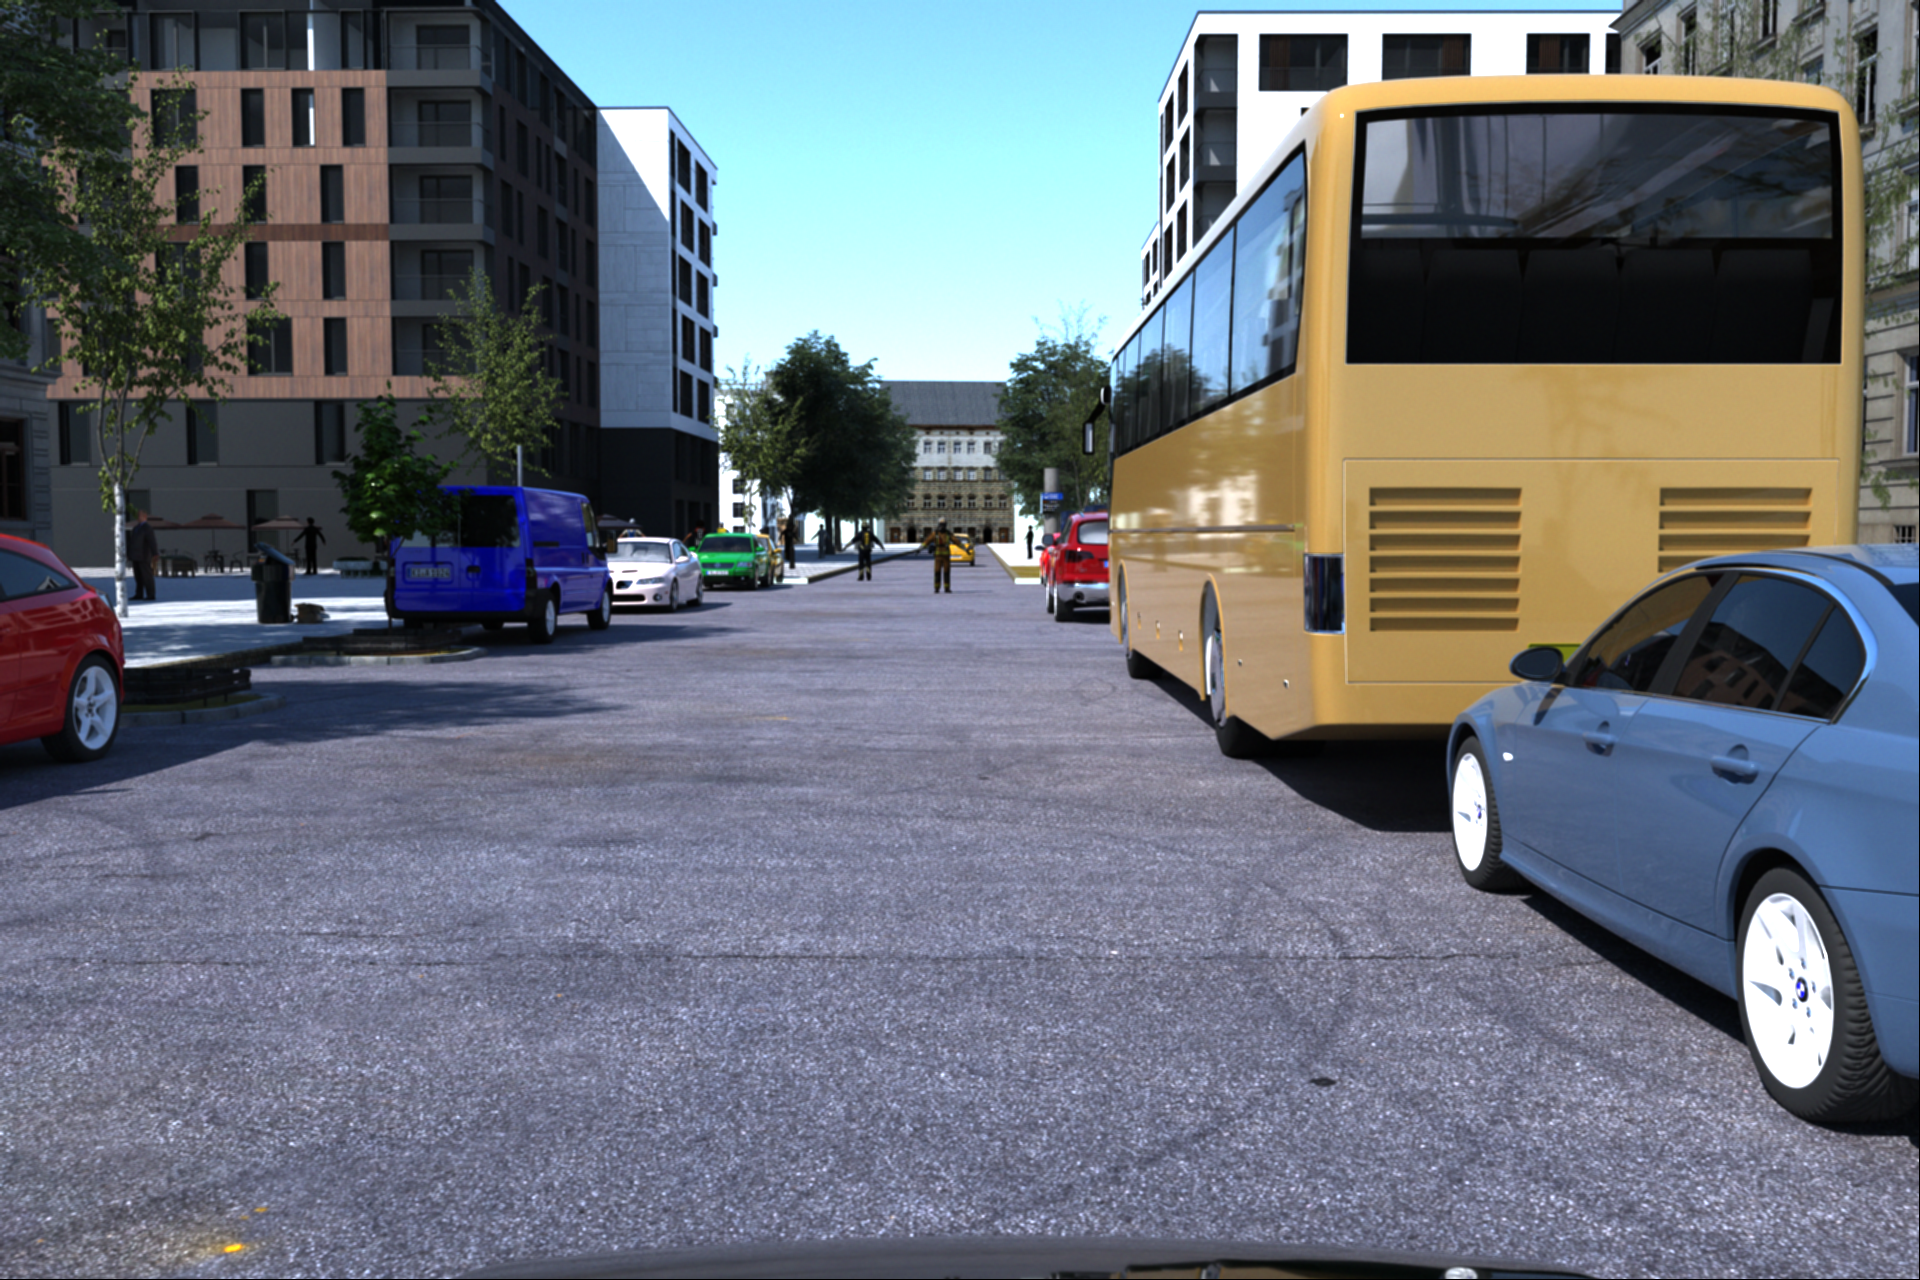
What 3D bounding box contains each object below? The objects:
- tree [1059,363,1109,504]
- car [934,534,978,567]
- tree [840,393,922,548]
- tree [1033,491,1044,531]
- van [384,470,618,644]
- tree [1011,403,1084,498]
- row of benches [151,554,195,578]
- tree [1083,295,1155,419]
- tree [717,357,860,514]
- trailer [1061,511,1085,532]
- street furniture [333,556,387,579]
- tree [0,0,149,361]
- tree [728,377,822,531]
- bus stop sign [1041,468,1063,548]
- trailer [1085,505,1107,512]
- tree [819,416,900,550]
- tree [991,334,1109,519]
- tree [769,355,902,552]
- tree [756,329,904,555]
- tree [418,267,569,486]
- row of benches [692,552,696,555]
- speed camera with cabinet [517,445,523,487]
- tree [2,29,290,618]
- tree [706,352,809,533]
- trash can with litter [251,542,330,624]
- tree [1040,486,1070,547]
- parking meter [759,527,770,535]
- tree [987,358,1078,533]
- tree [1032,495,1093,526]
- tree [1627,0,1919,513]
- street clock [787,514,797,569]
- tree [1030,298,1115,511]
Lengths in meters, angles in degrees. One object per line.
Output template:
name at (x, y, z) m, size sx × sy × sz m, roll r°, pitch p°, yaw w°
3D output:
tree at (6.360, -7.663, 75.657) m, size 4.737 × 8.622 × 4.395 m, roll 0°, pitch 3°, yaw 0°
car at (-0.177, -4.134, 77.812) m, size 2.015 × 1.641 × 3.980 m, roll 0°, pitch 4°, yaw 1°
tree at (-8.172, -15.289, 156.625) m, size 9.857 × 13.997 × 8.962 m, roll 0°, pitch 3°, yaw 0°
tree at (7.320, -11.592, 139.898) m, size 4.737 × 8.622 × 4.395 m, roll 0°, pitch 3°, yaw 0°
van at (-6.245, -1.215, 24.250) m, size 2.240 × 2.365 × 5.245 m, roll 0°, pitch 4°, yaw 0°
tree at (7.067, -12.583, 131.488) m, size 9.928 × 11.665 × 9.643 m, roll 0°, pitch 3°, yaw 0°
row of benches at (-23.977, -2.265, 52.503) m, size 1.422 × 0.672 × 4.104 m, roll -2°, pitch 4°, yaw -35°
tree at (8.627, -7.817, 62.223) m, size 8.767 × 10.594 × 7.601 m, roll 0°, pitch 4°, yaw 3°
tree at (-9.156, -9.656, 92.286) m, size 8.767 × 10.594 × 7.601 m, roll 1°, pitch 4°, yaw 10°
trailer at (3.072, -2.258, 43.960) m, size 1.471 × 1.999 × 3.904 m, roll 0°, pitch 4°, yaw 1°
street furniture at (-13.739, -2.230, 52.091) m, size 10.072 × 0.657 × 5.734 m, roll 0°, pitch 4°, yaw -2°
tree at (-12.333, -6.069, 17.363) m, size 7.486 × 12.596 × 7.792 m, roll 0°, pitch 3°, yaw 0°
tree at (-9.321, -8.023, 81.537) m, size 4.360 × 8.622 × 3.978 m, roll 0°, pitch 3°, yaw 0°
bus stop sign at (3.674, -4.909, 69.273) m, size 0.837 × 3.901 × 0.837 m, roll 0°, pitch 4°, yaw -1°
trailer at (3.082, -1.744, 35.562) m, size 1.471 × 1.999 × 3.904 m, roll 0°, pitch 4°, yaw 0°
tree at (-8.450, -13.477, 138.482) m, size 7.486 × 12.596 × 7.792 m, roll 0°, pitch 3°, yaw 0°
tree at (6.548, -12.385, 109.149) m, size 9.857 × 13.997 × 8.962 m, roll 0°, pitch 3°, yaw 0°
tree at (-8.496, -13.102, 120.876) m, size 9.857 × 13.997 × 8.962 m, roll 0°, pitch 3°, yaw 0°
tree at (-8.096, -12.263, 107.162) m, size 9.857 × 13.997 × 8.962 m, roll 0°, pitch 3°, yaw 0°
tree at (-12.602, -5.943, 47.534) m, size 4.737 × 8.622 × 4.395 m, roll 0°, pitch 3°, yaw 0°
row of benches at (-8.534, -2.808, 61.374) m, size 4.104 × 0.672 × 1.422 m, roll -3°, pitch 5°, yaw -41°
speed camera with cabinet at (-10.013, -2.757, 39.421) m, size 0.660 × 3.252 × 2.038 m, roll 0°, pitch 4°, yaw 0°
tree at (-12.683, -4.655, 26.464) m, size 4.737 × 8.622 × 4.395 m, roll 0°, pitch 3°, yaw 0°
tree at (-8.469, -7.398, 71.320) m, size 4.737 × 8.622 × 4.395 m, roll 0°, pitch 3°, yaw 0°
trash can with litter at (-9.621, -0.828, 24.919) m, size 1.055 × 1.170 × 0.624 m, roll 0°, pitch 4°, yaw 0°
tree at (7.142, -12.369, 152.601) m, size 4.360 × 8.622 × 3.978 m, roll 0°, pitch 3°, yaw 0°
parking meter at (-6.606, -3.061, 58.452) m, size 0.372 × 1.533 × 0.369 m, roll 0°, pitch 3°, yaw 0°
tree at (6.975, -12.858, 120.591) m, size 12.009 × 13.543 × 11.850 m, roll 0°, pitch 3°, yaw 0°
tree at (14.137, -20.707, 245.206) m, size 9.857 × 13.997 × 8.962 m, roll 0°, pitch 3°, yaw 0°
tree at (9.508, -4.289, 20.489) m, size 4.360 × 8.622 × 3.978 m, roll 0°, pitch 3°, yaw 0°
street clock at (-6.178, -3.617, 63.705) m, size 0.358 × 2.002 × 0.471 m, roll 0°, pitch 4°, yaw 1°
tree at (3.846, -6.366, 54.452) m, size 4.360 × 8.622 × 3.978 m, roll 0°, pitch 3°, yaw 0°
